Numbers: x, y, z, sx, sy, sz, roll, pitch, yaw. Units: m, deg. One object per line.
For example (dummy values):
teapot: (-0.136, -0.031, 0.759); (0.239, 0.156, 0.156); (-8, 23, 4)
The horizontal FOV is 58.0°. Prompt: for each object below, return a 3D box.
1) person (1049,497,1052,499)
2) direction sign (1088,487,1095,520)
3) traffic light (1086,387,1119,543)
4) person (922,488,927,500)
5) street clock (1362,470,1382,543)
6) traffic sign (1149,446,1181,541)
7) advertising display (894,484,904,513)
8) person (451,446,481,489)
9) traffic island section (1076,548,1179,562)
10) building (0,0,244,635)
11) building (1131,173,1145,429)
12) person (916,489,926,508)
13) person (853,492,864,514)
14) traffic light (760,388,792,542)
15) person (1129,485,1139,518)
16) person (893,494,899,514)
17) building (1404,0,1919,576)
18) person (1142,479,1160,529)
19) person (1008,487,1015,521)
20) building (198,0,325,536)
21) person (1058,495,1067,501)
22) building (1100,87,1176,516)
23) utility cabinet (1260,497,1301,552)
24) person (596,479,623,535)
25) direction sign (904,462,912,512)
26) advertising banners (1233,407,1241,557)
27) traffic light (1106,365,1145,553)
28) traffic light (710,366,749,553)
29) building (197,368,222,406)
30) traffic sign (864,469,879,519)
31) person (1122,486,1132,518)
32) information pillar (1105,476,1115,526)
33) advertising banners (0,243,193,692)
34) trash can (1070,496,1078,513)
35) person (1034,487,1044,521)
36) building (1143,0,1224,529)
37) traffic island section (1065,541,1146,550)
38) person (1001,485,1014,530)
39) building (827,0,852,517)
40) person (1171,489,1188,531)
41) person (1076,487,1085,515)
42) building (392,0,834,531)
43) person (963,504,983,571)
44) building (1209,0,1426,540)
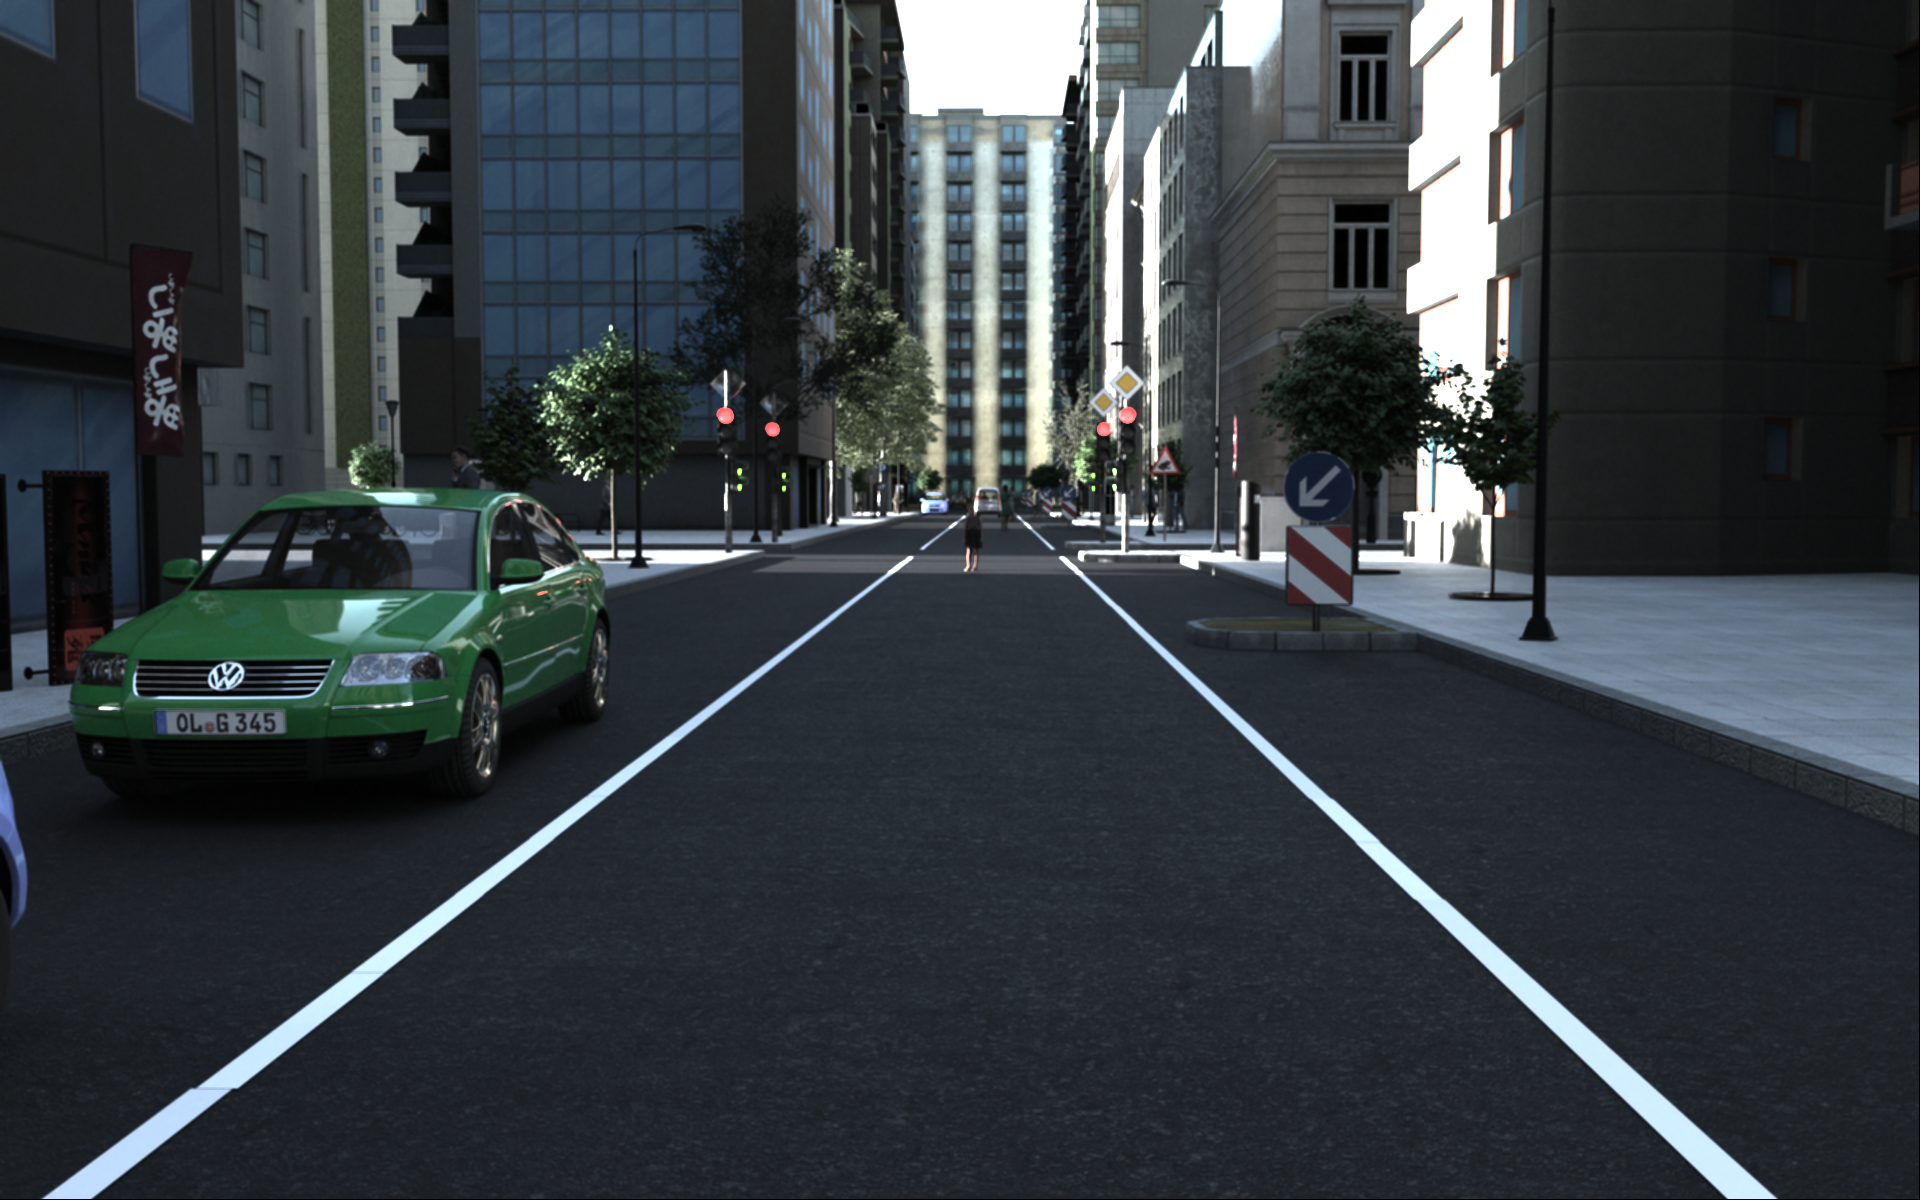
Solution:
person: (7.842, -8.980, 153.666); (0.742, 1.727, 0.445); (-3, 4, -38)
direction sign: (6.608, -5.808, 86.953); (0.379, 3.537, 0.876); (2, 4, 31)
traffic light: (3.762, -3.474, 45.719); (0.839, 4.253, 0.868); (0, 4, 1)
person: (-3.334, -9.704, 164.565); (0.599, 1.838, 0.709); (-1, 4, -15)
street clock: (10.701, -2.474, 45.028); (0.471, 2.002, 0.358); (3, 4, 37)
traffic sign: (5.553, -2.870, 46.921); (0.884, 2.594, 0.081); (1, 4, 11)
advertising display: (-4.022, -6.699, 114.738); (0.123, 1.923, 0.974); (2, 4, 33)
person: (-5.878, -0.895, 20.482); (0.447, 1.846, 0.655); (-1, 4, -22)
traffic island section: (3.645, -0.952, 37.849); (2.009, 0.180, 2.903); (0, 4, 1)
building: (-15.116, -22.096, 11.375); (14.600, 45.320, 14.200); (0, 4, 1)
building: (15.452, -15.508, 89.719); (11.583, 22.565, 21.152); (0, 4, 1)
person: (-3.446, -9.108, 155.673); (1.217, 1.743, 0.721); (-2, 4, -27)
person: (-6.458, -6.332, 109.966); (0.834, 1.777, 0.661); (3, 5, 42)
traffic light: (-4.898, -3.483, 45.873); (0.839, 4.253, 0.868); (0, 4, 1)
person: (9.293, -5.247, 92.402); (0.524, 1.755, 0.480); (0, 4, 4)
person: (-4.029, -6.041, 109.088); (0.475, 1.303, 0.640); (1, 4, 15)
building: (22.771, -10.743, 20.695); (27.650, 21.520, 28.899); (0, 4, 1)
person: (7.017, -3.543, 63.823); (0.661, 1.843, 0.795); (0, 4, -6)
person: (2.708, -5.121, 92.404); (0.466, 1.800, 0.511); (-2, 4, -32)
building: (-30.163, -22.742, 55.435); (14.086, 41.232, 14.154); (0, 4, 1)
person: (8.455, -8.102, 139.226); (1.217, 1.735, 0.721); (0, 4, -3)
building: (15.635, -17.905, 110.766); (12.078, 24.808, 19.932); (0, 4, 1)
utility cabinet: (7.015, -1.658, 38.276); (1.020, 1.237, 0.306); (-1, 4, -17)
person: (-11.014, -2.931, 54.370); (0.834, 1.777, 0.661); (0, 4, -8)
direction sign: (-3.635, -7.870, 120.678); (0.379, 3.537, 0.876); (3, 4, 37)
advertising banners: (5.767, -2.419, 35.743); (0.090, 3.025, 2.074); (1, 4, 16)
traffic light: (3.605, -2.986, 37.736); (0.839, 4.253, 0.868); (0, 4, 1)
traffic light: (-5.055, -2.995, 37.889); (0.839, 4.253, 0.868); (0, 4, 1)
building: (-20.437, -15.607, 26.874); (14.107, 30.474, 14.160); (0, 4, 1)
traffic sign: (-4.513, -5.391, 88.242); (0.768, 2.556, 0.104); (1, 4, 9)
person: (9.120, -5.392, 94.220); (0.581, 1.822, 0.654); (-3, 5, -42)
information pillar: (6.104, -4.027, 70.329); (0.304, 2.012, 0.304); (3, 5, 45)
advertising banners: (-5.989, -0.947, 11.676); (0.090, 3.025, 2.074); (2, 4, 26)
trash can: (6.791, -5.625, 103.629); (0.748, 1.137, 0.748); (0, 3, 0)
person: (4.117, -5.039, 90.916); (0.581, 1.822, 0.654); (-2, 4, -25)
building: (13.380, -13.174, 70.153); (10.420, 20.320, 16.860); (0, 4, 1)
traffic island section: (3.801, -1.440, 45.833); (2.009, 0.180, 2.903); (0, 4, 1)
person: (1.784, -3.654, 68.483); (0.529, 1.795, 0.600); (-3, 5, -42)
building: (-13.537, -19.780, 95.099); (14.160, 30.474, 14.107); (0, 4, 1)
person: (7.673, -3.330, 60.835); (0.623, 1.781, 0.721); (3, 5, 44)
person: (7.331, -6.193, 107.692); (0.834, 1.777, 0.661); (1, 4, 10)
building: (-12.386, -25.458, 66.352); (14.600, 45.320, 14.200); (0, 4, 1)
person: (0.246, -1.178, 32.431); (0.362, 1.253, 0.373); (1, 4, 12)
building: (18.548, -16.368, 53.524); (20.117, 28.700, 13.634); (0, 4, 1)
